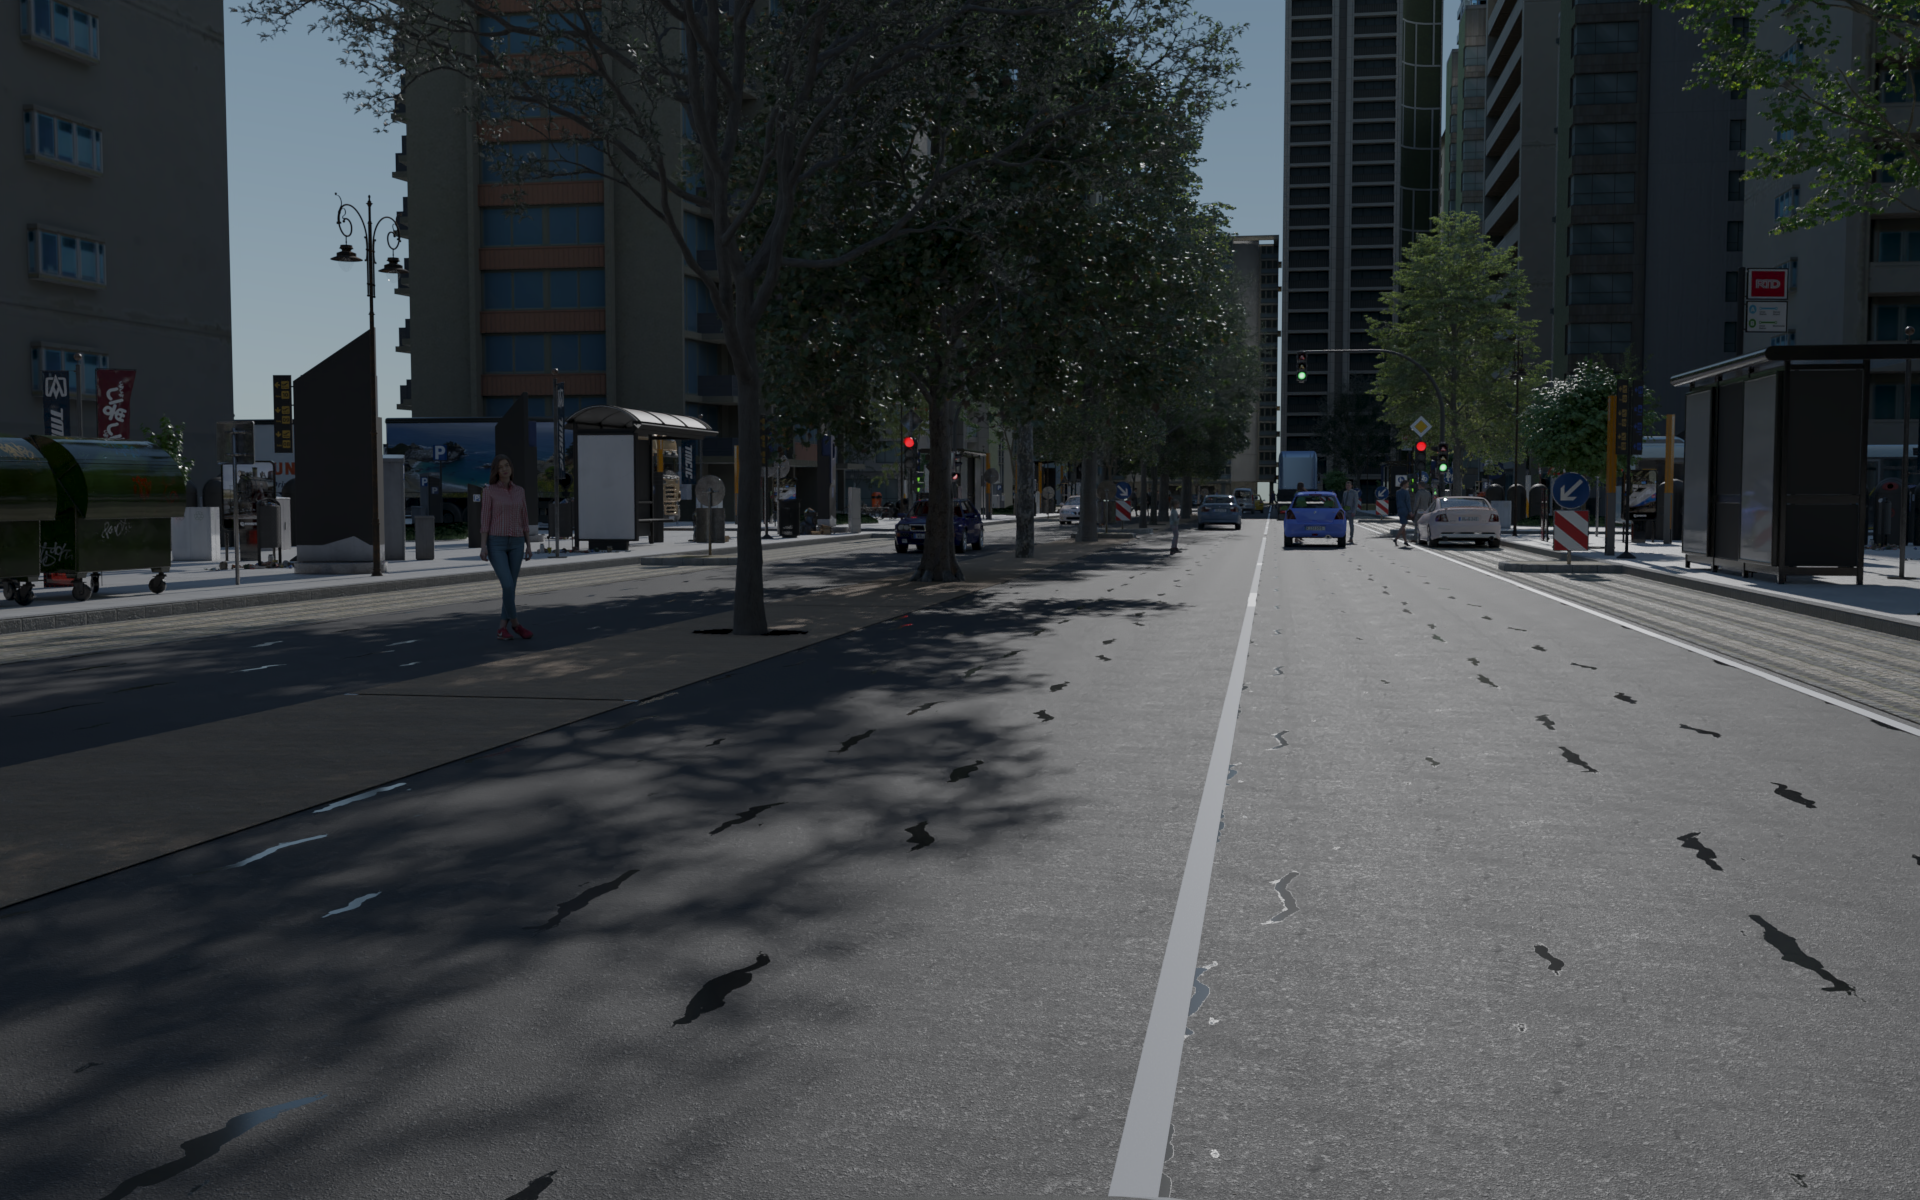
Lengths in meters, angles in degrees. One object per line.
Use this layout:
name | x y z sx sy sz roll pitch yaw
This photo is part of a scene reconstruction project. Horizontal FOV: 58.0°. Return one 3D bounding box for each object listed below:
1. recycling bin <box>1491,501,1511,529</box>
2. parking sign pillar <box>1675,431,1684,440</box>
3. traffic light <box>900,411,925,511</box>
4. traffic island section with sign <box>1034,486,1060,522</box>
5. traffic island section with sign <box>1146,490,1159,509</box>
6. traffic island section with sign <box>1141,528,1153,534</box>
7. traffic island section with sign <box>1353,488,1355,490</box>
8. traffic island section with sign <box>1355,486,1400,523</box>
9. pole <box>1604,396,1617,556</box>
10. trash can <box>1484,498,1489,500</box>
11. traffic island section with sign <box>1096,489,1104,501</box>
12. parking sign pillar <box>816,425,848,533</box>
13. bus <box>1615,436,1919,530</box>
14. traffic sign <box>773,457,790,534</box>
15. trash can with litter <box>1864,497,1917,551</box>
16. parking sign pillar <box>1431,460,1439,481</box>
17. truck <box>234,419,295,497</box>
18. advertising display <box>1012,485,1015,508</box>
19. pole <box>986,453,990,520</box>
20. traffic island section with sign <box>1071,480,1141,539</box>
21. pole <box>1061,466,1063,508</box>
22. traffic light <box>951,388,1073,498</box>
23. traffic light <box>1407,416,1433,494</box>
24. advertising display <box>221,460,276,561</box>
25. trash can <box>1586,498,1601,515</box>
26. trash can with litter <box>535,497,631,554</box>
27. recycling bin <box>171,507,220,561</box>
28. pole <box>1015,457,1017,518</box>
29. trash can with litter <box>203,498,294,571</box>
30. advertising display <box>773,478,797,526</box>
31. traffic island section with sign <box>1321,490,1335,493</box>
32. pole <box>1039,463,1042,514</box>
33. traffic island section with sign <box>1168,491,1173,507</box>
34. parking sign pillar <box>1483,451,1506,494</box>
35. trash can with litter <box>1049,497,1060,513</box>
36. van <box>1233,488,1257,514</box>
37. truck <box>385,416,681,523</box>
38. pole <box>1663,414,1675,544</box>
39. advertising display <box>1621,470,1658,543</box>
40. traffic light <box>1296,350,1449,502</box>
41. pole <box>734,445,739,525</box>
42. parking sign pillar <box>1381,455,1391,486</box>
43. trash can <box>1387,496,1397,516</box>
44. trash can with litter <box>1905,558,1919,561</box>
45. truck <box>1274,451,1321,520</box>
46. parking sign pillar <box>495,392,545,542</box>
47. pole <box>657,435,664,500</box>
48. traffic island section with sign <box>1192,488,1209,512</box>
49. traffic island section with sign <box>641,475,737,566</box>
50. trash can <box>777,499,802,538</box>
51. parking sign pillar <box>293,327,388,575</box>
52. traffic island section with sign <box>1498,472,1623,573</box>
recycling bin | 20.207 -3.190 64.716 0.722 1.027 0.722 1 4 16
parking sign pillar | 28.738 -4.982 69.928 1.447 3.967 1.447 2 4 29
traffic light | -1.598 -4.175 57.179 0.839 4.253 0.868 1 4 10
traffic island section with sign | 4.583 -4.965 89.805 1.989 1.847 2.006 1 4 10
traffic island section with sign | 18.351 -9.617 165.870 1.989 1.847 2.006 1 4 10
traffic island section with sign | 6.041 -3.399 63.702 2.006 1.907 1.989 1 4 10
traffic island section with sign | 25.705 -6.378 112.912 1.989 1.847 2.006 1 4 10
traffic island section with sign | 20.895 -4.756 86.388 1.989 1.847 2.006 1 4 10
pole | 13.544 -2.579 36.014 0.158 3.312 0.155 0 3 0
trash can | 19.693 -3.309 65.752 0.748 1.137 0.748 0 3 0
traffic island section with sign | 9.384 -6.587 116.331 1.989 1.847 2.006 1 4 10
parking sign pillar | -4.441 -4.233 57.688 1.447 3.967 1.447 0 4 5
bus | 28.010 -3.690 55.186 13.247 3.499 2.948 1 4 11
traffic sign | -5.775 -3.358 55.015 0.768 2.556 0.104 1 4 15
trash can with litter | 21.301 -1.785 40.244 1.678 1.210 2.233 3 4 37
parking sign pillar | 26.607 -6.617 96.666 1.447 3.967 1.447 2 4 25
truck | -29.314 -4.755 66.655 11.283 4.237 2.839 1 4 11
advertising display | 4.058 -7.218 123.230 0.123 1.923 0.974 -2 4 -33
pole | 1.405 -5.658 86.357 0.158 3.312 0.155 0 3 0
traffic island section with sign | 4.713 -2.953 56.415 2.006 1.907 1.989 1 4 10
pole | 7.328 -7.993 124.525 0.158 3.312 0.155 0 3 0
traffic light | 1.898 -5.507 64.699 4.771 5.953 1.251 1 4 10
traffic light | 16.469 -4.473 62.052 0.839 4.253 0.868 1 4 10
advertising display | -13.630 -1.713 33.218 0.974 1.923 0.123 -1 4 -14
trash can | 25.770 -3.608 70.649 0.748 1.137 0.748 0 3 0
trash can with litter | -8.328 -1.637 37.818 2.233 1.210 1.678 -1 4 -11
recycling bin | -14.745 -1.276 33.419 0.722 1.027 0.722 -1 4 -9
pole | 3.005 -5.955 91.210 0.158 3.312 0.155 0 3 0
trash can with litter | -12.307 -1.155 29.934 1.678 1.210 2.233 1 4 20
advertising display | -6.932 -3.885 68.736 0.974 1.923 0.123 1 4 12
traffic island section with sign | 34.650 -9.398 162.290 1.989 1.847 2.006 1 4 10
pole | 5.186 -7.235 112.135 0.158 3.312 0.155 0 3 0
traffic island section with sign | 23.225 -11.265 192.818 1.989 1.847 2.006 1 4 10
parking sign pillar | 32.652 -7.178 105.837 1.447 3.967 1.447 -1 4 -15
trash can with litter | 6.314 -6.325 114.808 1.055 1.170 0.624 -2 4 -24
van | 20.550 -7.255 125.636 2.013 2.044 4.112 1 4 10
truck | -15.339 -4.575 63.722 11.283 4.237 2.839 1 4 11
pole | 18.184 -3.093 44.409 0.158 3.312 0.155 0 3 0
advertising display | 17.868 -2.468 45.570 0.974 1.923 0.123 -1 4 -10
traffic light | 12.972 -4.878 54.425 4.771 5.953 1.251 1 4 10
pole | -9.363 -4.827 72.758 0.158 3.312 0.155 0 3 0
parking sign pillar | 29.204 -7.925 118.038 1.447 3.967 1.447 -1 4 -15
trash can | 25.455 -5.528 102.039 0.748 1.137 0.748 0 3 0
trash can with litter | 19.280 -1.360 33.288 2.233 1.210 1.678 1 4 16
truck | 20.130 -6.920 102.895 2.967 4.110 18.799 1 4 10
parking sign pillar | -11.861 -3.537 46.296 1.447 3.967 1.447 3 5 40
pole | -10.179 -3.974 58.817 0.158 3.312 0.155 0 3 0
traffic island section with sign | 19.413 -7.921 137.646 2.006 1.907 1.989 1 4 10
traffic island section with sign | -5.249 -1.640 35.440 1.989 1.847 2.006 1 4 10
trash can | -4.989 -2.386 50.660 0.748 1.137 0.748 0 3 0
parking sign pillar | -10.083 -2.425 28.113 1.447 3.967 1.447 0 4 -3
traffic island section with sign | 11.092 -1.438 32.143 1.989 1.847 2.006 1 4 10
